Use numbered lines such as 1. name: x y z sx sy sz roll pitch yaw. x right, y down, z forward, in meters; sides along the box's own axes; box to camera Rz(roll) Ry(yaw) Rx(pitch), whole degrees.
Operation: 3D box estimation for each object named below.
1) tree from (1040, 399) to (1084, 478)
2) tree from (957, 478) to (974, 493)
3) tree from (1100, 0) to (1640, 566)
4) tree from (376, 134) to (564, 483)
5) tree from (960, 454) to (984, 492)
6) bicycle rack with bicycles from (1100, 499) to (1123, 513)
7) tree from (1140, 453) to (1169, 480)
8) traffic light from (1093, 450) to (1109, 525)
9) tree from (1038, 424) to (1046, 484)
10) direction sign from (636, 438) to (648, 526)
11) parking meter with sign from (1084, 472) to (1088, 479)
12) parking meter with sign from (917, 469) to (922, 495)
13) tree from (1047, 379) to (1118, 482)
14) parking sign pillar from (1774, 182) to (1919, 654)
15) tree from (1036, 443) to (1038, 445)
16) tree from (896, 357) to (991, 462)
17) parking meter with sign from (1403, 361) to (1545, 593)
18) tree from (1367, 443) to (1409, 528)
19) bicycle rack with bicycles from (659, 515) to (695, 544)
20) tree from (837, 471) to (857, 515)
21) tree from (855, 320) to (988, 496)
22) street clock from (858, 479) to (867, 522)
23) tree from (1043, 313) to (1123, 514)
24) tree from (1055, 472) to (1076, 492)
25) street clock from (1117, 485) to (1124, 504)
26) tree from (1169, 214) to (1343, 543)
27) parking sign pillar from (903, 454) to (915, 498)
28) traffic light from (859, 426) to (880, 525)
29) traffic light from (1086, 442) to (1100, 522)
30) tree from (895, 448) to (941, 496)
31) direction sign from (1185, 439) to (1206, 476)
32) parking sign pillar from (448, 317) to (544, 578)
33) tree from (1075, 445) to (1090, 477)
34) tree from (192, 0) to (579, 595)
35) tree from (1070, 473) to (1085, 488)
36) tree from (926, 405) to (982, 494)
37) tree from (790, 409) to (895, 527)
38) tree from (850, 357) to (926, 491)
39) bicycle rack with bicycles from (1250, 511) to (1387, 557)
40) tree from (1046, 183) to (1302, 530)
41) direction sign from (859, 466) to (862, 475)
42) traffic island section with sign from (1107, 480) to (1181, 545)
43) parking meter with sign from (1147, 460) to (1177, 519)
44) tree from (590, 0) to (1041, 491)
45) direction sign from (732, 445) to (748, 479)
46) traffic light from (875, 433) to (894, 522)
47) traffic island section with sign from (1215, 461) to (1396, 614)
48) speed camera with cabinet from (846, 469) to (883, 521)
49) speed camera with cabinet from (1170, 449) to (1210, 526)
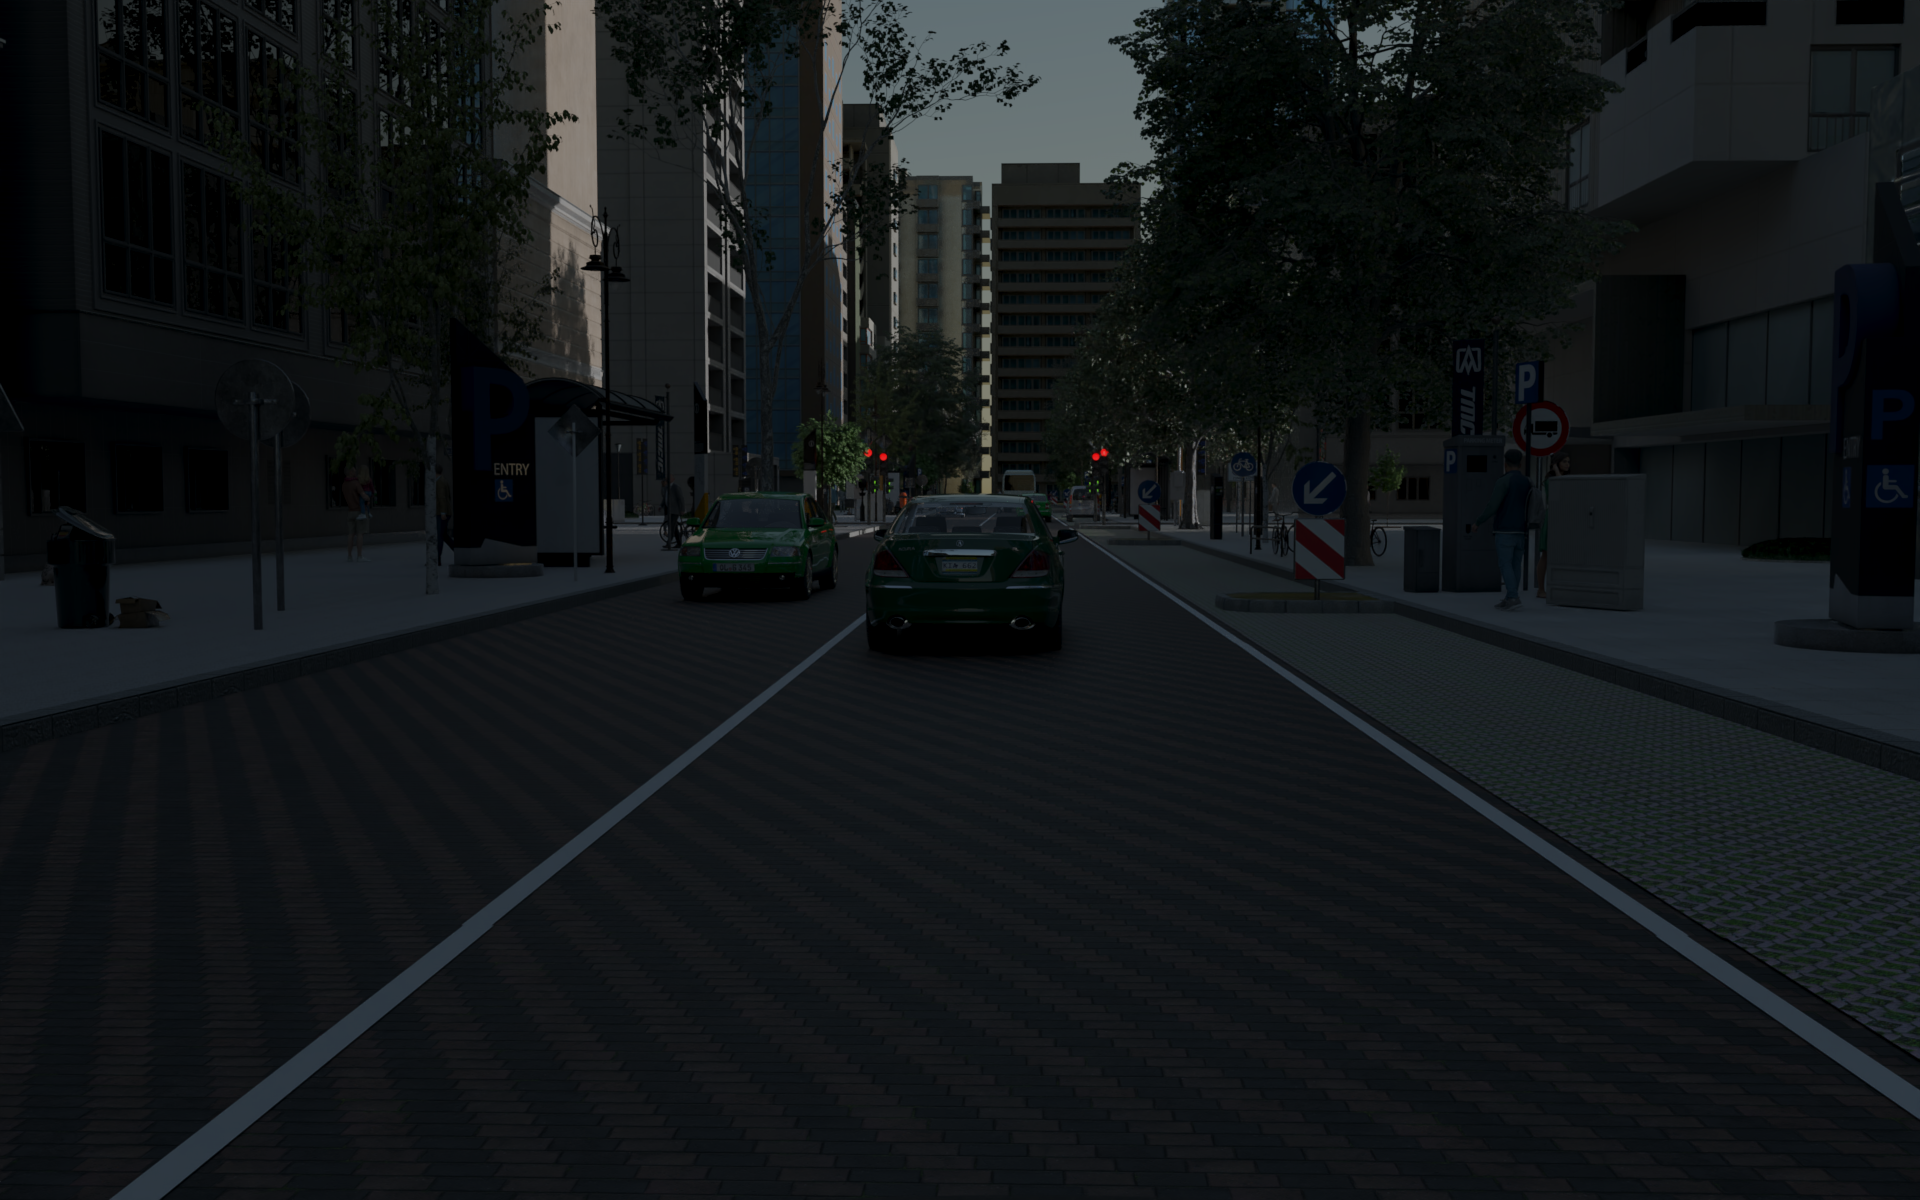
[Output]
1. tree: 11.716 -14.880 169.051 9.928 11.665 9.643 0 3 0
2. tree: 0.515 -12.829 204.359 1.663 3.219 1.824 0 3 0
3. tree: 7.176 -7.594 30.817 9.857 13.997 8.962 0 3 0
4. tree: -10.390 -5.246 36.128 4.360 8.622 3.978 0 3 0
5. tree: 0.837 -16.616 222.028 4.360 8.622 3.978 0 3 0
6. bicycle rack with bicycles: 10.742 -6.229 115.228 2.852 0.926 2.925 -3 4 -37
7. tree: 15.357 -10.430 120.890 4.737 8.622 4.395 0 3 0
8. traffic light: 5.906 -5.035 71.236 0.839 4.253 0.868 0 4 2
9. tree: 9.404 -11.009 97.012 9.611 12.733 9.660 0 3 0
10. direction sign: -12.907 -4.794 70.371 0.379 3.537 0.876 1 4 17
11. parking meter with sign: 10.532 -8.440 134.253 1.738 3.016 0.543 -1 4 -22
12. parking meter with sign: -3.508 -7.478 118.519 1.738 3.016 0.543 2 4 29
13. tree: 10.735 -13.625 140.897 7.486 12.596 7.792 0 3 0
14. parking sign pillar: 7.660 -1.591 14.489 1.447 3.967 1.447 1 4 17
15. tree: 13.166 -16.770 191.201 9.611 12.733 9.660 0 3 0
16. tree: -2.267 -14.942 154.672 12.009 13.543 11.850 0 3 0
17. parking meter with sign: 6.707 -1.617 22.704 1.738 3.016 0.543 -1 4 -14
18. tree: 16.143 -4.361 65.903 1.663 3.219 1.824 0 3 0
19. bicycle rack with bicycles: -6.265 -1.897 44.393 2.925 0.926 2.852 0 4 2
20. tree: -6.542 -6.798 105.756 1.663 3.219 1.824 0 3 0
21. tree: -3.018 -13.535 127.952 9.857 13.997 8.962 0 3 0
22. street clock: -4.554 -4.663 80.818 0.358 2.002 0.471 -2 4 -27
23. tree: 10.318 -12.331 111.975 12.009 13.543 11.850 0 3 0
24. tree: 14.177 -14.939 227.968 4.285 4.588 4.351 0 3 0
25. street clock: 11.335 -7.178 121.927 0.471 2.002 0.358 3 4 36
26. tree: 8.042 -5.780 44.868 4.737 8.622 4.395 0 3 0
27. parking sign pillar: -3.433 -7.835 116.580 1.447 3.967 1.447 1 4 17
28. traffic light: -3.750 -5.054 71.553 0.839 4.253 0.868 0 4 2
29. traffic light: 6.182 -5.523 79.217 0.839 4.253 0.868 0 4 2
30. tree: -3.014 -8.416 121.317 4.285 4.588 4.351 0 3 0
31. direction sign: 9.620 -4.826 70.900 0.876 3.537 0.379 2 4 25
32. parking sign pillar: -7.258 -2.357 27.004 1.447 3.967 1.447 3 4 36
33. tree: 11.348 -12.123 148.572 4.737 8.622 4.395 0 3 0
34. tree: -6.999 -4.379 21.954 4.737 8.622 4.395 0 3 0
35. tree: 10.991 -10.203 161.415 1.663 3.219 1.824 0 3 0
36. tree: -1.249 -14.617 173.402 7.601 10.594 8.767 0 4 8
37. tree: -5.071 -5.091 66.946 4.285 4.588 4.351 0 3 0
38. tree: -4.175 -8.781 93.925 4.737 8.622 4.395 0 3 0
39. bicycle rack with bicycles: 7.343 -1.410 36.428 2.852 0.926 2.925 -1 4 -10
40. tree: 8.408 -8.911 62.699 9.611 12.733 9.660 0 3 0
41. direction sign: -5.655 -6.486 98.047 0.379 3.537 0.876 -1 4 -12
42. traffic island section with sign: 5.180 -2.465 48.925 1.989 1.847 2.006 0 4 2
43. parking meter with sign: 10.427 -5.646 88.572 1.738 3.016 0.543 -1 4 -23
44. tree: -4.597 -11.817 49.092 12.611 20.169 13.585 0 3 0
45. direction sign: -10.127 -5.369 79.786 0.379 3.537 0.876 3 5 42
46. traffic light: -3.474 -5.542 79.534 0.839 4.253 0.868 0 4 2
47. traffic island section with sign: 4.234 -0.793 21.587 1.989 1.847 2.006 0 4 2
48. speed camera with cabinet: -4.528 -5.389 82.446 0.660 3.252 2.038 3 5 40
49. speed camera with cabinet: 9.449 -4.577 69.170 2.038 3.252 0.660 1 4 11
